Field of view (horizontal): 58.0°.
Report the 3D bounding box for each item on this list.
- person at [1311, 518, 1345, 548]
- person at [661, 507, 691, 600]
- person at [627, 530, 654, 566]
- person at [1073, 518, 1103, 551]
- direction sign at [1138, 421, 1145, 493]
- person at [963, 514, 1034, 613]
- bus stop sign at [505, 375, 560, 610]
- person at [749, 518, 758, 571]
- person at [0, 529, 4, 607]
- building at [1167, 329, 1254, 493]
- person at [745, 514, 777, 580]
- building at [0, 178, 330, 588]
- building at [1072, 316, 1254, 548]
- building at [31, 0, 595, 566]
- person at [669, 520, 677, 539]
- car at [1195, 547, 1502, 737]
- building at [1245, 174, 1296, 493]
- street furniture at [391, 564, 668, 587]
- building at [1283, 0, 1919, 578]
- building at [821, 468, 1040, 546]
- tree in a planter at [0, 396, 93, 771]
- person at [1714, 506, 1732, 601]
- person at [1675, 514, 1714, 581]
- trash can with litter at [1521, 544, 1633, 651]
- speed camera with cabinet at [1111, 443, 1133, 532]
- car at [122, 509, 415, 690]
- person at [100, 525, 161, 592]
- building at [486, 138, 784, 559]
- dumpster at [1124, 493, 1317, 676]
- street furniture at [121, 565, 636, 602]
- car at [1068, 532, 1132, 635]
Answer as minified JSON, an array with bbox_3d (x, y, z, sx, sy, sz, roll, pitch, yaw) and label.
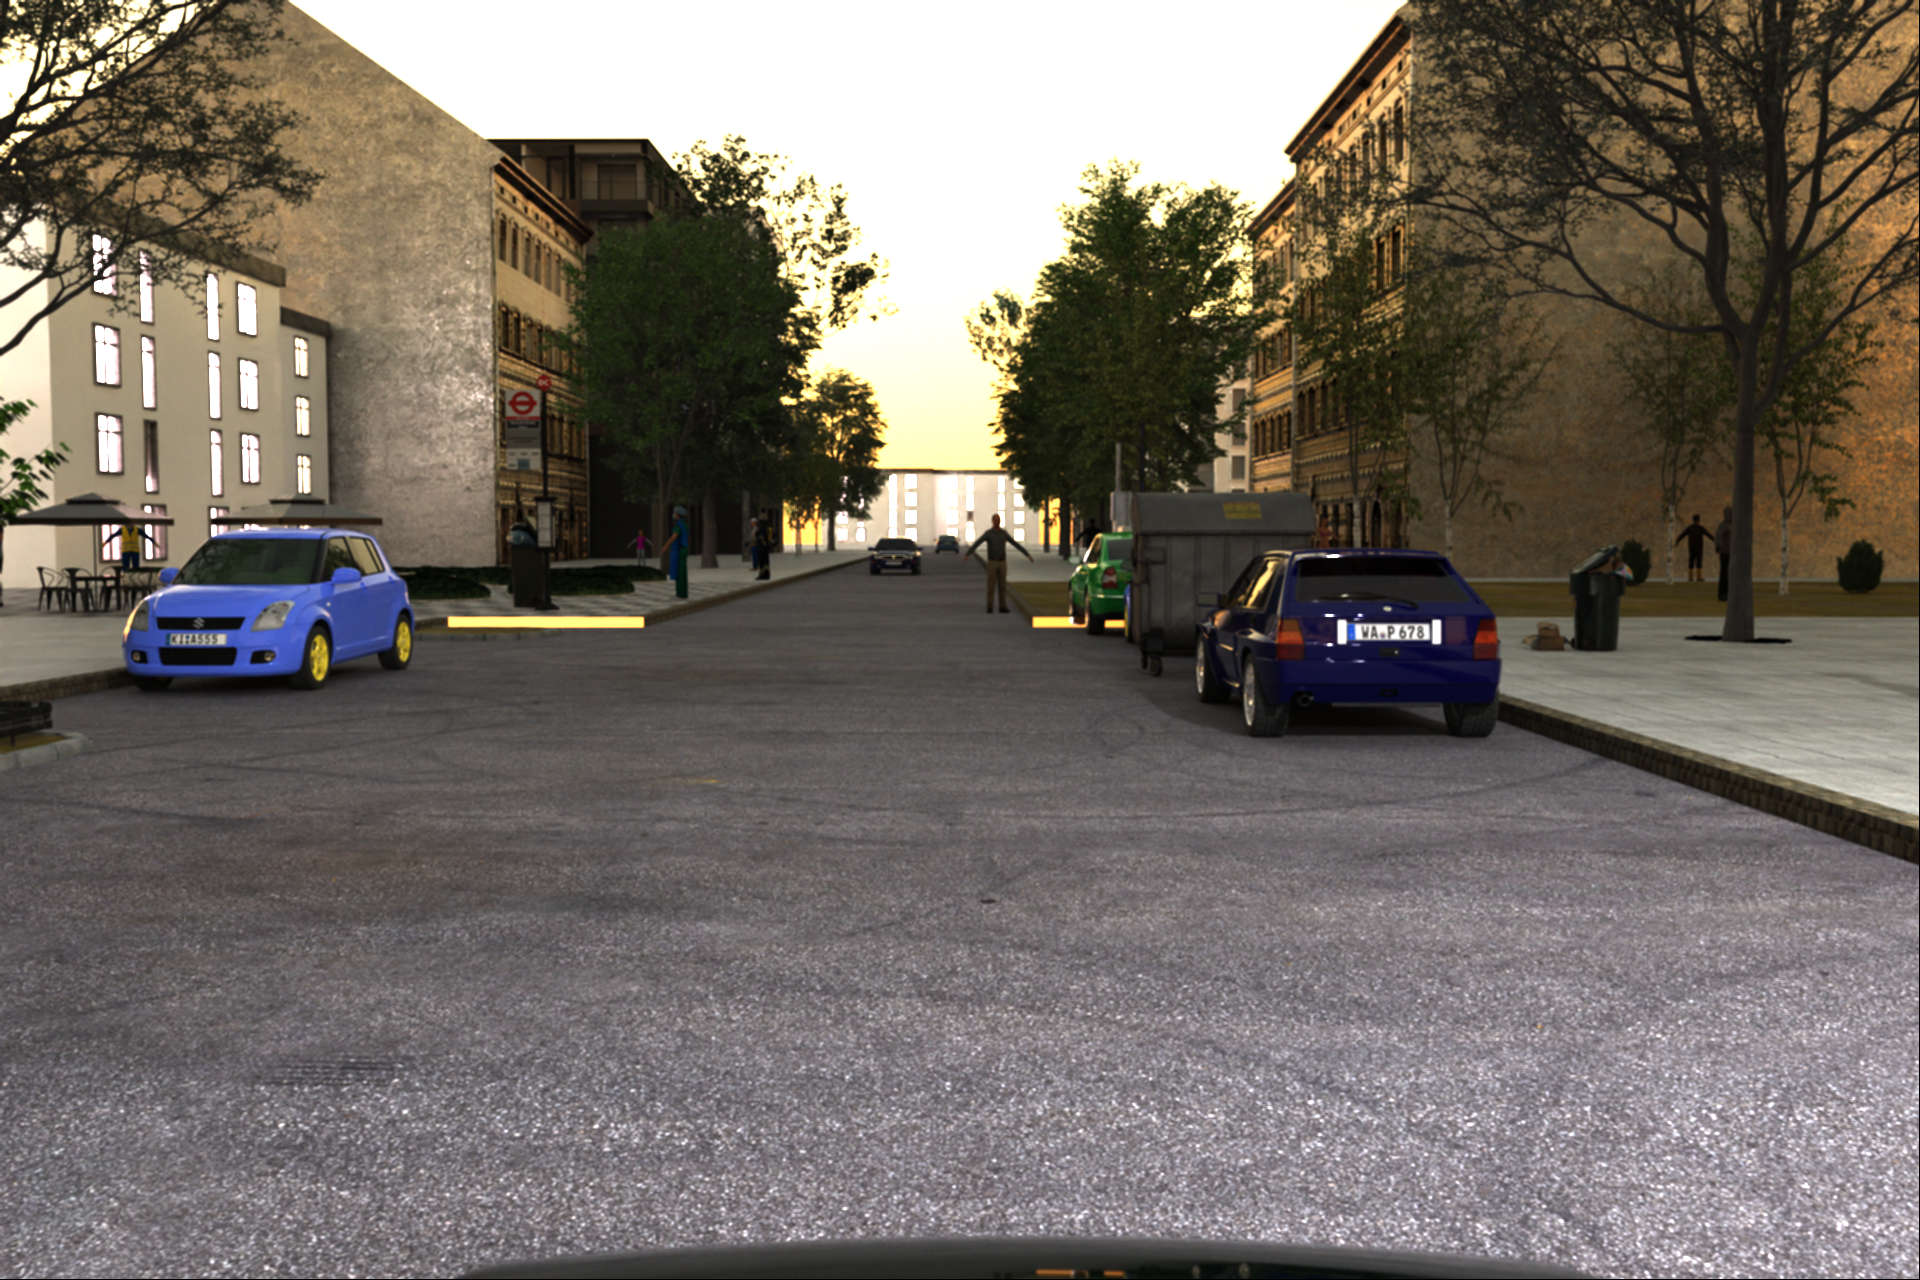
[{"bbox_3d":[9.989,-2.480,47.346,1.217,1.733,0.721,-1,4,-22],"label":"person"},{"bbox_3d":[-5.499,-1.696,33.855,0.704,1.817,1.347,1,4,11],"label":"person"},{"bbox_3d":[-11.288,-3.177,61.208,0.991,1.433,0.599,1,4,11],"label":"person"},{"bbox_3d":[4.623,-3.339,60.530,1.347,1.837,0.705,0,4,8],"label":"person"},{"bbox_3d":[3.695,-2.650,35.330,0.379,3.537,0.876,0,4,-1],"label":"direction sign"},{"bbox_3d":[0.677,-1.395,31.536,1.348,1.796,0.705,-1,4,-16],"label":"person"},{"bbox_3d":[-7.205,-2.476,29.189,0.855,3.939,0.416,0,4,-1],"label":"bus stop sign"},{"bbox_3d":[-7.218,-3.349,60.616,0.705,1.847,1.347,0,4,2],"label":"person"},{"bbox_3d":[-17.130,-1.499,30.657,0.704,1.843,1.345,-3,4,-38],"label":"person"},{"bbox_3d":[24.358,-18.520,159.225,16.016,20.090,11.380,0,4,0],"label":"building"},{"bbox_3d":[-5.525,-2.615,48.534,0.705,1.856,1.354,2,4,32],"label":"person"},{"bbox_3d":[-25.809,-6.891,54.807,9.099,9.664,28.070,0,4,0],"label":"building"},{"bbox_3d":[25.399,-20.479,178.811,27.936,21.610,32.646,0,4,0],"label":"building"},{"bbox_3d":[-27.911,-15.100,77.810,19.493,23.208,18.063,0,4,-1],"label":"building"},{"bbox_3d":[-10.830,-3.663,66.085,1.347,1.806,0.705,3,5,41],"label":"person"},{"bbox_3d":[2.890,-0.059,13.545,1.945,1.354,3.894,0,3,0],"label":"car"},{"bbox_3d":[23.794,-15.071,77.345,19.493,23.208,18.063,0,3,0],"label":"building"},{"bbox_3d":[-12.416,-1.746,44.168,10.072,0.657,5.734,-1,4,-15],"label":"street furniture"},{"bbox_3d":[22.389,-13.961,59.195,19.493,23.208,18.063,0,4,0],"label":"building"},{"bbox_3d":[-3.711,-16.894,220.821,28.070,9.664,9.099,0,4,-4],"label":"building"},{"bbox_3d":[-6.731,-0.836,10.889,1.991,3.239,1.994,0,4,0],"label":"tree in a planter"},{"bbox_3d":[14.729,-1.653,33.157,1.348,1.813,0.705,-3,5,-42],"label":"person"},{"bbox_3d":[20.041,-2.507,47.130,0.704,1.812,1.346,-3,4,-38],"label":"person"},{"bbox_3d":[6.784,-0.469,19.050,1.055,1.170,0.624,0,4,0],"label":"trash can with litter"},{"bbox_3d":[3.649,-2.613,37.055,0.660,3.252,2.038,0,4,-1],"label":"speed camera with cabinet"},{"bbox_3d":[-6.710,-0.455,17.024,1.945,1.707,3.694,0,4,0],"label":"car"},{"bbox_3d":[-18.512,-1.969,38.656,1.216,1.772,0.721,-2,4,-28],"label":"person"},{"bbox_3d":[-26.522,-16.035,106.149,27.936,21.610,32.646,0,4,0],"label":"building"},{"bbox_3d":[2.672,-0.591,17.885,1.865,1.857,1.264,0,4,0],"label":"dumpster"},{"bbox_3d":[-12.128,-1.242,35.927,10.072,0.657,5.734,1,4,15],"label":"street furniture"},{"bbox_3d":[2.651,-1.052,26.003,1.959,1.807,4.718,0,4,-1],"label":"car"}]
